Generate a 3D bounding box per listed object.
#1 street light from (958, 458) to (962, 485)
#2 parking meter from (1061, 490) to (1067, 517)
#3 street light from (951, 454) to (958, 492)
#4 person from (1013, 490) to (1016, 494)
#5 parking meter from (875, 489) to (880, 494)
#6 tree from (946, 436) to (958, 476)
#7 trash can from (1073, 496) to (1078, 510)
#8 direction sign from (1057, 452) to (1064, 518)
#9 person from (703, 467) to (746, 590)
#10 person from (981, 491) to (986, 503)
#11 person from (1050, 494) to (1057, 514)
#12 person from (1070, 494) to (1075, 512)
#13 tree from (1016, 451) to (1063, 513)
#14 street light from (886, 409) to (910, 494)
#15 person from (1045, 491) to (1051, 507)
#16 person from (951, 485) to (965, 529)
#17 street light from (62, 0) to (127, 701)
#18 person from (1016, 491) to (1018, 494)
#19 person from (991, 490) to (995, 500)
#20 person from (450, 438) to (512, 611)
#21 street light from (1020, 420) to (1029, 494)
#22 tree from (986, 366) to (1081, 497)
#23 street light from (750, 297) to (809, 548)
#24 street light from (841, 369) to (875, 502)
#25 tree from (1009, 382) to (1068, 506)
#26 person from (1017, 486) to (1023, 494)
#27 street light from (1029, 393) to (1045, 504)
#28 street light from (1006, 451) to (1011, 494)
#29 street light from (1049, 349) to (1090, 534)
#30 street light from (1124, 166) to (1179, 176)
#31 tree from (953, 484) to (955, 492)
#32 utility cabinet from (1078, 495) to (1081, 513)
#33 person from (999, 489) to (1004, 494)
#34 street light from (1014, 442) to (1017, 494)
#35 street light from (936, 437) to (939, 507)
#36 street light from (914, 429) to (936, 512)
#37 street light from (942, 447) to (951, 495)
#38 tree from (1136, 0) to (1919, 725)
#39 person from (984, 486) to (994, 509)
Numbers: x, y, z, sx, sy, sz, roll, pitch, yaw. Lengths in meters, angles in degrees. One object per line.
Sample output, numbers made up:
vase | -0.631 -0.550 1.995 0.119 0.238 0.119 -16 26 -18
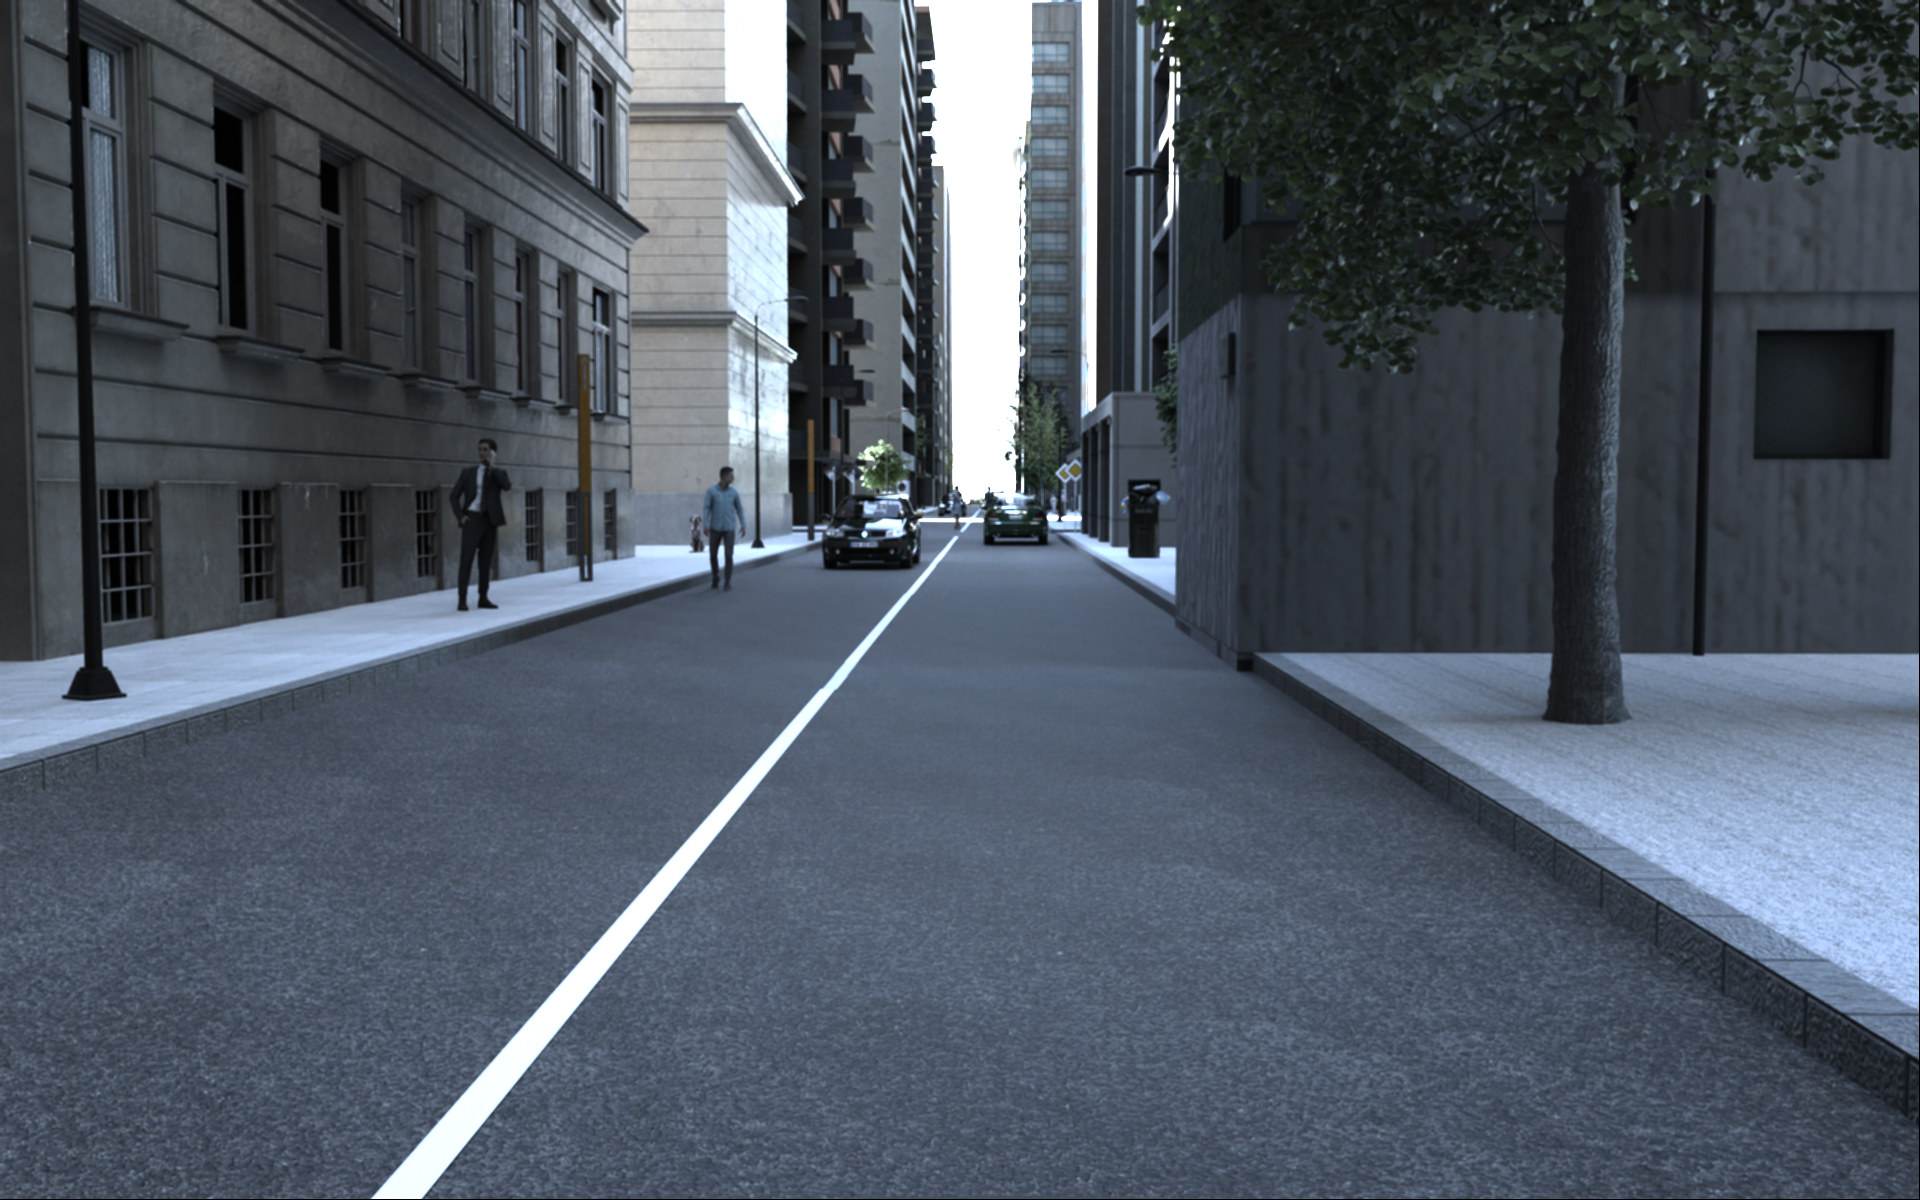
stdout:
street light | -0.870 -15.382 224.034 1.470 5.913 1.316 0 4 1
parking meter | 5.868 -5.498 98.308 0.372 1.533 0.369 0 3 0
street light | -1.259 -13.940 200.464 1.470 5.913 1.316 0 4 1
person | 6.886 -12.648 213.364 0.750 1.759 0.617 1 4 10
parking meter | -5.220 -6.356 109.626 0.255 1.863 0.399 -1 4 -18
tree | -2.134 -16.270 216.377 4.737 8.622 4.395 0 3 0
trash can | 9.254 -7.738 138.163 0.748 1.137 0.748 0 3 0
direction sign | 5.439 -6.205 93.454 0.379 3.537 0.876 1 4 9
person | -3.533 -1.078 25.994 0.638 1.841 0.748 0 4 -6
person | 3.758 -15.619 263.832 1.348 1.831 0.705 -3 4 -37
person | 5.949 -6.079 109.716 0.425 1.301 0.394 0 4 -6
person | 8.192 -7.050 125.584 0.394 1.301 0.425 0 4 -5
tree | 6.614 -9.278 135.406 4.285 4.588 4.351 0 3 0
street light | -3.435 -7.457 94.458 1.470 5.913 1.316 0 4 1
person | 7.174 -8.205 140.719 0.617 1.759 0.750 -1 4 -17
person | -0.068 -3.807 70.843 0.616 1.811 0.778 -1 4 -18
street light | -4.911 -2.335 10.714 1.470 5.913 1.316 0 4 1
person | 7.514 -13.445 225.853 0.705 1.826 1.348 1 4 10
person | 3.083 -9.648 166.246 0.705 1.824 1.348 -2 4 -30
person | -5.325 -0.850 19.307 0.648 1.900 0.474 -2 4 -33
street light | 4.586 -8.369 109.368 1.470 5.913 1.316 0 4 1
tree | 5.350 -11.771 126.861 7.601 10.594 8.767 0 4 4
street light | -4.261 -4.183 40.933 1.470 5.913 1.316 0 4 1
street light | -3.864 -5.631 64.606 1.470 5.913 1.316 0 4 1
tree | 5.294 -9.951 113.059 4.737 8.622 4.395 0 3 0
person | 3.038 -4.735 85.765 0.795 1.843 0.661 1 4 15
street light | 4.062 -6.558 79.761 1.470 5.913 1.316 0 4 1
street light | 5.962 -12.983 184.807 1.470 5.913 1.316 0 4 1
street light | 3.575 -5.076 55.536 1.470 5.913 1.316 0 4 1
street light | 3.028 -3.191 24.713 1.470 5.913 1.316 0 4 1
tree | -1.096 -18.600 298.702 1.663 3.219 1.824 0 3 0
utility cabinet | 8.237 -6.301 114.187 0.306 1.237 1.020 -3 5 -40
person | 2.720 -6.442 114.168 0.599 1.781 0.374 -1 4 -15
street light | 5.252 -10.202 139.350 1.470 5.913 1.316 0 4 1
street light | -2.400 -10.310 141.116 1.470 5.913 1.316 0 4 1
street light | -2.689 -9.267 124.060 1.470 5.913 1.316 0 4 1
street light | -1.892 -12.121 170.723 1.470 5.913 1.316 0 4 1
tree | 3.644 -5.561 9.042 7.486 12.596 7.792 0 3 0
person | 1.356 -4.097 75.667 0.590 1.801 0.661 2 4 35
